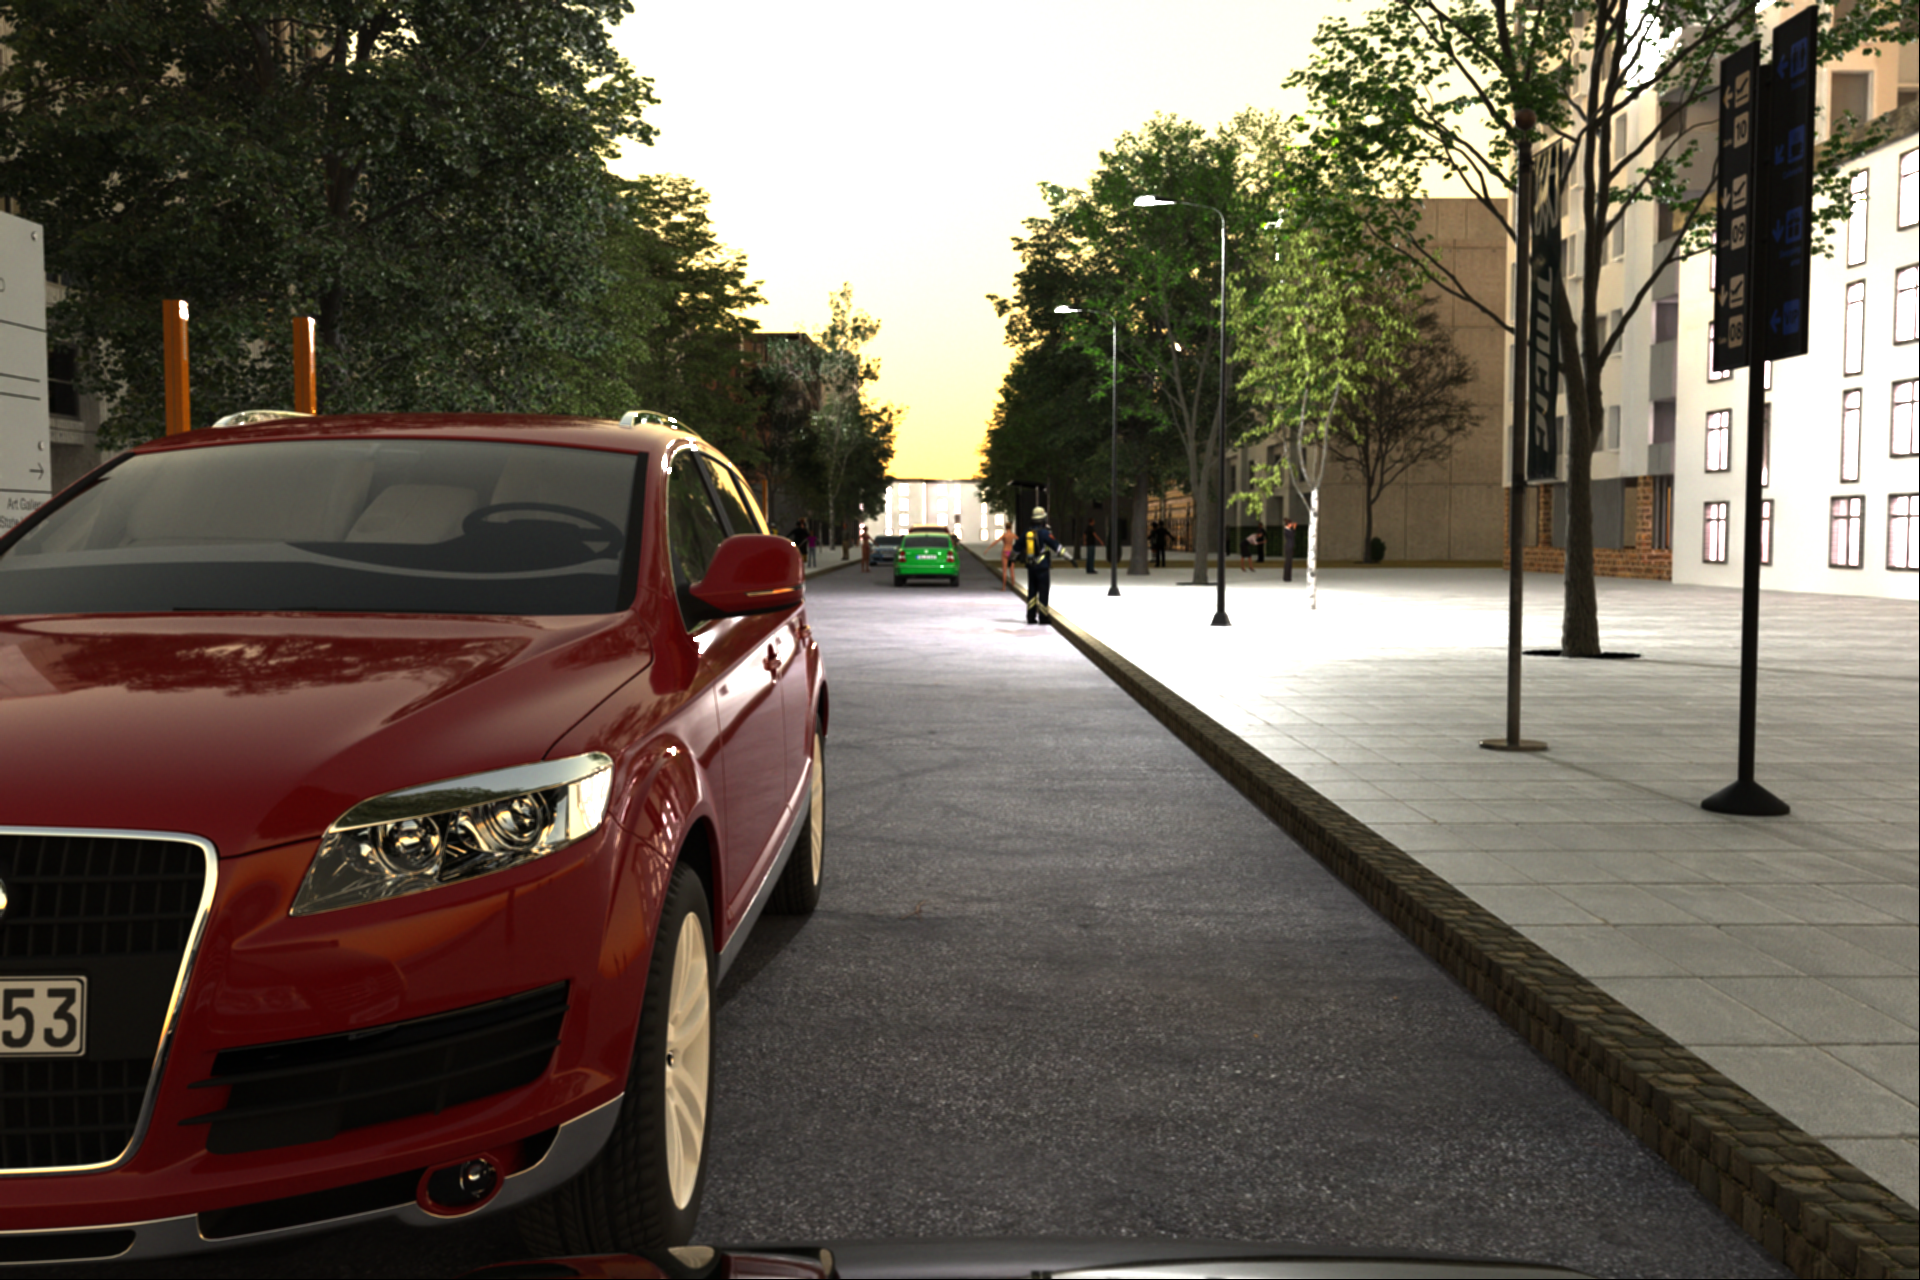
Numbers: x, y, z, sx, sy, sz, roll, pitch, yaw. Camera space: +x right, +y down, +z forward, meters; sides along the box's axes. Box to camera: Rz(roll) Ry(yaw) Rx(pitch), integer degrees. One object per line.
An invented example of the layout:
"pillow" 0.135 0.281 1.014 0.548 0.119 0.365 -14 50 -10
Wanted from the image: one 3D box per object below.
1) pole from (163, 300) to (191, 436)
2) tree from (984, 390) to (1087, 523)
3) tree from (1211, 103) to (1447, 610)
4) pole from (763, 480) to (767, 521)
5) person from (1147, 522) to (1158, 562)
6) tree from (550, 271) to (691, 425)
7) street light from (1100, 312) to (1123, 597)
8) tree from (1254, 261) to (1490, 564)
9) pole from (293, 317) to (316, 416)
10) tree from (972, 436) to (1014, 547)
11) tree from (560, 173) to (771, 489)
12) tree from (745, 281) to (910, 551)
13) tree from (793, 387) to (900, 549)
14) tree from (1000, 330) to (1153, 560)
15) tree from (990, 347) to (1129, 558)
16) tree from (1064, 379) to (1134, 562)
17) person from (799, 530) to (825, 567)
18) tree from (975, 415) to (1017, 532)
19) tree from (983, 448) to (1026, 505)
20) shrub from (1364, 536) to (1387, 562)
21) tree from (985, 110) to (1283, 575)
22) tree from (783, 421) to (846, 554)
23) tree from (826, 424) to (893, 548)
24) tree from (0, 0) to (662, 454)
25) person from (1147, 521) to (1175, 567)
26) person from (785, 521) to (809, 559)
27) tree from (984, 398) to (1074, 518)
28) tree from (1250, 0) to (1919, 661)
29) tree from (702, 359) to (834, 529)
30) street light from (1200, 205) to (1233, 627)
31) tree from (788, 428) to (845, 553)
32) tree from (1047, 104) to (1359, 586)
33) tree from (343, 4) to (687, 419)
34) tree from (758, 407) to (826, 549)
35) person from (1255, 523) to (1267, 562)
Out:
"pole" -6.852 -1.307 15.215 0.158 3.312 0.155 0 3 0
"tree" 5.048 -11.880 112.370 7.486 12.596 7.792 0 3 0
"tree" 6.057 -4.832 29.370 4.737 8.622 4.395 0 3 0
"pole" -7.348 -4.370 65.290 0.158 3.312 0.155 0 3 0
"person" 8.842 -4.457 79.019 0.704 1.843 1.345 3 5 40
"tree" -8.939 -5.900 46.828 4.360 8.622 3.978 0 3 0
"street light" 3.701 -3.842 35.366 1.470 5.913 1.316 0 4 -1
"tree" 17.994 -10.095 75.426 12.009 13.543 11.850 0 3 0
"pole" -6.188 -1.381 16.428 0.158 3.312 0.155 0 3 0
"tree" 4.963 -14.781 167.418 9.928 11.665 9.643 0 3 0
"tree" -9.655 -8.386 55.231 7.486 12.596 7.792 0 3 0
"tree" -10.175 -16.904 132.264 12.611 20.169 13.585 0 3 0
"tree" -9.966 -14.880 149.950 9.857 13.997 8.962 0 3 0
"tree" 5.761 -9.790 85.822 9.928 11.665 9.643 0 3 0
"tree" 5.468 -10.306 94.258 9.928 11.665 9.643 0 3 0
"tree" 6.842 -7.888 79.334 4.360 8.622 3.978 0 3 0
"person" -5.726 -3.529 66.965 0.991 1.433 0.599 0 4 -7
"tree" 5.216 -14.626 157.263 7.486 12.596 7.792 0 3 0
"tree" 5.215 -12.577 140.049 7.601 10.594 8.767 -2 4 -28
"shrub" 19.090 -4.186 79.559 1.383 1.207 1.383 0 3 0
"tree" 5.640 -9.023 54.179 9.857 13.997 8.962 0 3 0
"tree" -9.518 -9.751 109.789 4.737 8.622 4.395 0 3 0
"tree" -10.139 -15.002 163.401 7.486 12.596 7.792 0 3 0
"tree" -8.848 -7.171 23.902 9.857 13.997 8.962 0 3 0
"person" 7.808 -3.750 67.491 1.347 1.806 0.705 -1 4 -18
"person" -6.904 -4.162 73.980 1.347 1.837 0.705 -1 4 -10
"tree" 5.223 -12.614 124.359 7.486 12.596 7.792 0 3 0
"tree" 6.481 -5.640 17.969 9.928 11.665 9.643 0 3 0
"tree" -10.121 -9.646 92.120 7.601 10.594 8.767 1 4 15
"street light" 4.171 -3.142 23.920 1.470 5.913 1.316 0 4 -1
"tree" -9.286 -10.196 117.072 4.360 8.622 3.978 0 3 0
"tree" 6.016 -7.181 43.167 9.928 11.665 9.643 0 3 0
"tree" -9.651 -7.285 37.229 7.486 12.596 7.792 0 3 0
"tree" -9.165 -9.138 99.761 4.360 8.622 3.978 0 3 0
"person" 13.595 -4.419 78.475 0.704 1.802 1.346 -1 4 -23
